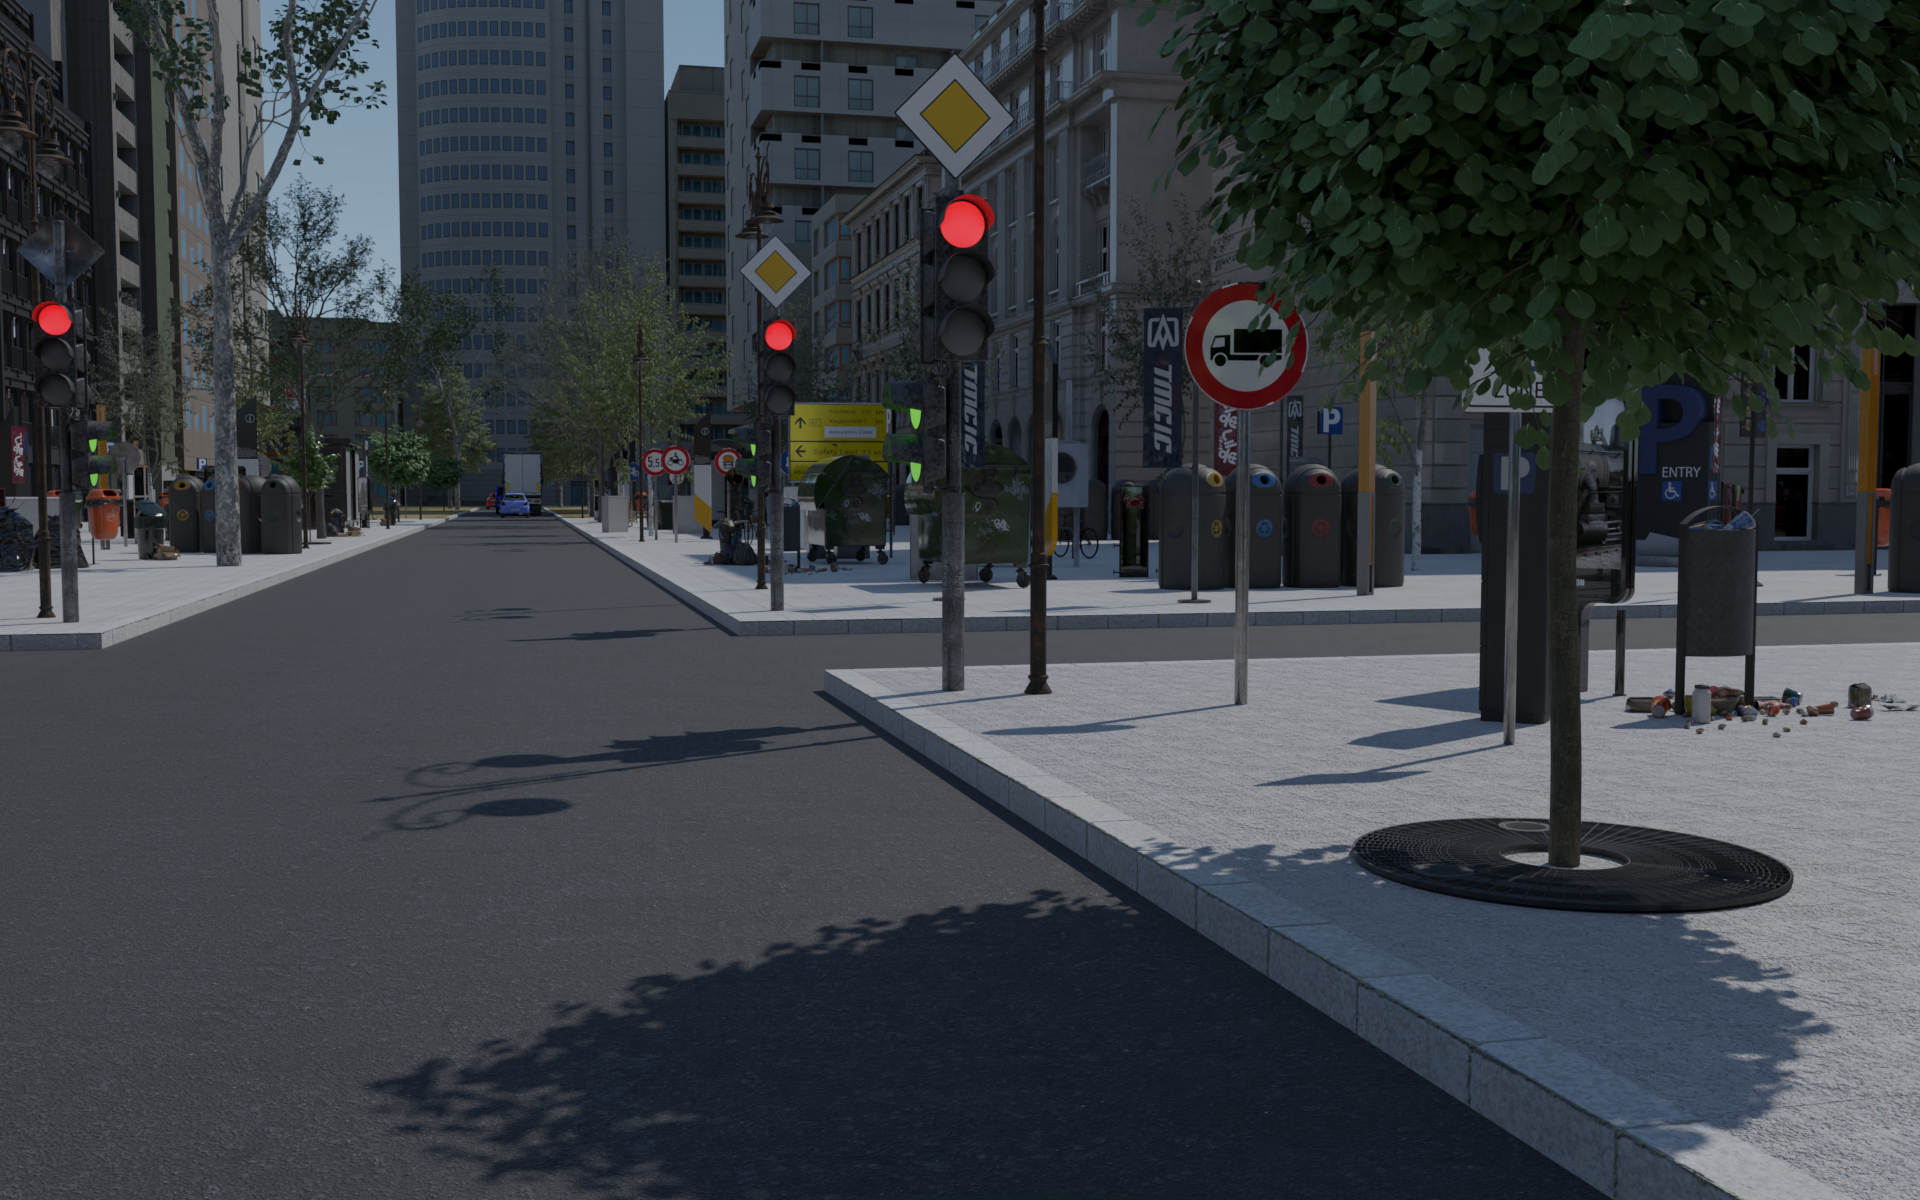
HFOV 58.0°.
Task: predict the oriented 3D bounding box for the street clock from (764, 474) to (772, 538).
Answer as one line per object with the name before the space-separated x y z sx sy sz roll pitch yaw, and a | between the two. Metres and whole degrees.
street clock | -5.691 -2.794 50.257 0.471 2.002 0.358 -1 4 -10

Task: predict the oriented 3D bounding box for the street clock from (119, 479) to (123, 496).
street clock | -40.790 -4.881 84.367 0.358 2.002 0.471 -1 4 -20

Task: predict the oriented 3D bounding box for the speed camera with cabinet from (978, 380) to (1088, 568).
speed camera with cabinet | 1.189 -2.199 30.296 2.038 3.252 0.660 1 4 20

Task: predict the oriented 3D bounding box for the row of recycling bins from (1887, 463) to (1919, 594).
row of recycling bins | 13.804 -0.976 23.069 3.534 1.692 1.069 -1 4 -21

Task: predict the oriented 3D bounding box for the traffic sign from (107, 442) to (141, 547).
traffic sign | -20.343 -2.572 42.166 0.768 2.556 0.104 -1 4 -12

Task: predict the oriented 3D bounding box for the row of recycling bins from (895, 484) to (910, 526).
row of recycling bins | -3.608 -3.926 71.307 3.534 1.692 1.069 1 4 21

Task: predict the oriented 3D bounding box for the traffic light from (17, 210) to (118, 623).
traffic light | -8.871 -1.730 17.202 0.839 4.253 0.868 -1 4 -14

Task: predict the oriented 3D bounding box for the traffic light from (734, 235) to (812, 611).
traffic light | -2.031 -1.837 18.951 0.839 4.253 0.868 -1 4 -14

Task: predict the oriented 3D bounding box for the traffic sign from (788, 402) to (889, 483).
traffic sign | -2.682 -2.729 38.492 2.265 3.308 0.079 -1 4 -11

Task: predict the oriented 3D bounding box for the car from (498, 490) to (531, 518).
car | -26.936 -5.824 104.809 1.945 1.707 3.694 -1 4 -14

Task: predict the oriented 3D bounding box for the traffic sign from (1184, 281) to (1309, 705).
traffic sign | 1.715 -0.636 10.498 0.768 2.556 0.104 0 4 -6

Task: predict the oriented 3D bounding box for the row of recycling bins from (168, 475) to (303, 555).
row of recycling bins | -15.763 -1.869 37.675 3.534 1.692 1.069 2 4 24

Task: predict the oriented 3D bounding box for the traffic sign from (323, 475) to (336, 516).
traffic sign | -22.713 -3.777 61.764 0.884 2.594 0.081 -1 4 -11

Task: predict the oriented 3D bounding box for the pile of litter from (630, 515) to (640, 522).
pile of litter | -15.420 -4.010 79.536 1.719 0.858 1.176 -1 4 -17

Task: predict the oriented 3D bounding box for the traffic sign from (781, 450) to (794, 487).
traffic sign | -4.681 -2.964 48.568 0.768 2.556 0.104 0 4 -7

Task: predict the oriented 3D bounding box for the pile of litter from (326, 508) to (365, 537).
pile of litter | -18.581 -2.352 52.422 1.176 0.858 1.719 1 4 22

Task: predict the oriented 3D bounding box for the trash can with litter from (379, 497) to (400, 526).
trash can with litter | -23.087 -3.588 70.050 0.624 1.170 1.055 0 4 -1

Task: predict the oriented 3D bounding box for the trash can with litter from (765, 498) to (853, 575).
trash can with litter | -2.487 -1.071 28.565 1.678 1.210 2.233 3 5 40

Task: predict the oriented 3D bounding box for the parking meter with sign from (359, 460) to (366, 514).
parking meter with sign | -30.882 -5.653 88.694 0.543 3.016 1.738 0 4 -2

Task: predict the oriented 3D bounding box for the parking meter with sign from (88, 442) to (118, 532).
parking meter with sign | -28.799 -3.781 58.082 1.738 3.016 0.543 3 5 44

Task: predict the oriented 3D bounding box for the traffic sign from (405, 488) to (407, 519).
traffic sign | -28.416 -5.429 88.768 0.884 2.594 0.081 0 4 -7

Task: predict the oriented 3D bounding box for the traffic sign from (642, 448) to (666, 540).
traffic sign | -8.507 -2.956 48.435 0.768 2.556 0.104 0 4 -7

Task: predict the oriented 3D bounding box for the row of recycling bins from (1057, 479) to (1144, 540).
row of recycling bins | 4.204 -2.534 48.545 3.534 1.692 1.069 0 4 -8

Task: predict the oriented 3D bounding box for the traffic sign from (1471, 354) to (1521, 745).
traffic sign | 2.812 -0.408 8.801 0.606 2.300 0.079 -1 4 -11

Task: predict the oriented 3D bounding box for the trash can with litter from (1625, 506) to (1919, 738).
trash can with litter | 4.819 0.057 10.122 2.233 1.210 1.678 -1 4 -18

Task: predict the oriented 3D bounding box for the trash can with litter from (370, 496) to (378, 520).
trash can with litter | -29.732 -4.571 85.798 2.233 1.210 1.678 0 4 -5

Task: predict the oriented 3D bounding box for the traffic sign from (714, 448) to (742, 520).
traffic sign | -6.423 -2.933 48.067 0.768 2.556 0.104 -1 4 -9

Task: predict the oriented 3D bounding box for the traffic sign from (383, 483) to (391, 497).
traffic sign | -27.767 -5.029 84.357 0.606 2.300 0.079 -1 4 -10

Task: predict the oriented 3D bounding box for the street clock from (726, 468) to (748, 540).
street clock | -6.157 -2.626 47.503 0.471 2.002 0.358 0 4 2

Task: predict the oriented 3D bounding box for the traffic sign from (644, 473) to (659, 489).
traffic sign | -15.854 -5.446 89.146 0.768 2.556 0.104 -1 4 -9

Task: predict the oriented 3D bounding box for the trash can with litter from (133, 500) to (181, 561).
trash can with litter | -15.593 -1.368 33.756 1.055 1.170 0.624 2 4 32

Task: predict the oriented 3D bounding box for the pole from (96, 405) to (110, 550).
pole | -19.678 -2.810 39.780 0.158 3.312 0.155 0 3 0

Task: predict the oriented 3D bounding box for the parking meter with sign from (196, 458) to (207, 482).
parking meter with sign | -36.017 -5.346 83.672 1.738 3.016 0.543 2 4 27

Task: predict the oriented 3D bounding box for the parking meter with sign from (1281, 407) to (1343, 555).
parking meter with sign | 7.103 -2.397 35.453 0.543 3.016 1.738 -1 4 -21

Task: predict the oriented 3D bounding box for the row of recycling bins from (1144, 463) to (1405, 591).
row of recycling bins | 4.408 -1.020 23.784 3.534 1.692 1.069 -1 4 -16

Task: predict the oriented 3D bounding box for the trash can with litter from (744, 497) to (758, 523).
trash can with litter | -9.200 -3.992 76.655 1.055 1.170 0.624 2 4 29

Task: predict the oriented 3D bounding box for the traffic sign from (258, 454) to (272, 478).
traffic sign | -22.304 -3.366 55.137 0.768 2.556 0.104 -1 4 -13

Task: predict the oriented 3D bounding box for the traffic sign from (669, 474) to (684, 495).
traffic sign | -14.712 -5.496 89.965 0.768 2.556 0.104 0 4 -5

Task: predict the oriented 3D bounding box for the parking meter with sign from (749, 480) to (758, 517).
parking meter with sign | -11.011 -5.932 93.250 0.543 3.016 1.738 -3 5 -43

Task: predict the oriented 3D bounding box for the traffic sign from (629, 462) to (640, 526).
traffic sign | -13.107 -4.221 69.115 0.768 2.556 0.104 -1 4 -12

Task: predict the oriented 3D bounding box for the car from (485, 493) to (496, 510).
car | -42.748 -9.218 159.748 2.155 1.783 4.494 -1 4 -14

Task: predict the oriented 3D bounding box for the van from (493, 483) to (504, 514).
van | -32.744 -7.417 125.656 2.240 2.365 5.245 -1 4 -15

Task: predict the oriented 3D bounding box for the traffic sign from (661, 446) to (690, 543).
traffic sign | -7.475 -2.780 45.563 0.768 2.556 0.104 -1 4 -8

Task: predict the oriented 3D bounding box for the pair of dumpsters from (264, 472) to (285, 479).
pair of dumpsters | -26.838 -4.052 68.751 1.574 2.255 4.437 -1 4 -14

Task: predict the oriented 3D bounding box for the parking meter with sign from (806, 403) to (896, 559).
parking meter with sign | -2.178 -2.335 34.434 1.738 3.016 0.543 -1 4 -16

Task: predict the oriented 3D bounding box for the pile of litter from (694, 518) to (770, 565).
pile of litter | -4.067 -1.078 31.588 1.176 0.858 1.719 -3 5 -43

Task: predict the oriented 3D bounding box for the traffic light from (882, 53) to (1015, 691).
traffic light | -0.063 -1.363 11.211 0.839 4.253 0.868 -1 4 -14

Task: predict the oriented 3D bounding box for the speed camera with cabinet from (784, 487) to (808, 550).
speed camera with cabinet | -3.463 -2.839 40.747 0.660 3.252 2.038 1 4 20

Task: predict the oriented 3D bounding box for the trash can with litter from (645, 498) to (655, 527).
trash can with litter | -11.803 -3.397 66.928 0.624 1.170 1.055 -1 4 -20
